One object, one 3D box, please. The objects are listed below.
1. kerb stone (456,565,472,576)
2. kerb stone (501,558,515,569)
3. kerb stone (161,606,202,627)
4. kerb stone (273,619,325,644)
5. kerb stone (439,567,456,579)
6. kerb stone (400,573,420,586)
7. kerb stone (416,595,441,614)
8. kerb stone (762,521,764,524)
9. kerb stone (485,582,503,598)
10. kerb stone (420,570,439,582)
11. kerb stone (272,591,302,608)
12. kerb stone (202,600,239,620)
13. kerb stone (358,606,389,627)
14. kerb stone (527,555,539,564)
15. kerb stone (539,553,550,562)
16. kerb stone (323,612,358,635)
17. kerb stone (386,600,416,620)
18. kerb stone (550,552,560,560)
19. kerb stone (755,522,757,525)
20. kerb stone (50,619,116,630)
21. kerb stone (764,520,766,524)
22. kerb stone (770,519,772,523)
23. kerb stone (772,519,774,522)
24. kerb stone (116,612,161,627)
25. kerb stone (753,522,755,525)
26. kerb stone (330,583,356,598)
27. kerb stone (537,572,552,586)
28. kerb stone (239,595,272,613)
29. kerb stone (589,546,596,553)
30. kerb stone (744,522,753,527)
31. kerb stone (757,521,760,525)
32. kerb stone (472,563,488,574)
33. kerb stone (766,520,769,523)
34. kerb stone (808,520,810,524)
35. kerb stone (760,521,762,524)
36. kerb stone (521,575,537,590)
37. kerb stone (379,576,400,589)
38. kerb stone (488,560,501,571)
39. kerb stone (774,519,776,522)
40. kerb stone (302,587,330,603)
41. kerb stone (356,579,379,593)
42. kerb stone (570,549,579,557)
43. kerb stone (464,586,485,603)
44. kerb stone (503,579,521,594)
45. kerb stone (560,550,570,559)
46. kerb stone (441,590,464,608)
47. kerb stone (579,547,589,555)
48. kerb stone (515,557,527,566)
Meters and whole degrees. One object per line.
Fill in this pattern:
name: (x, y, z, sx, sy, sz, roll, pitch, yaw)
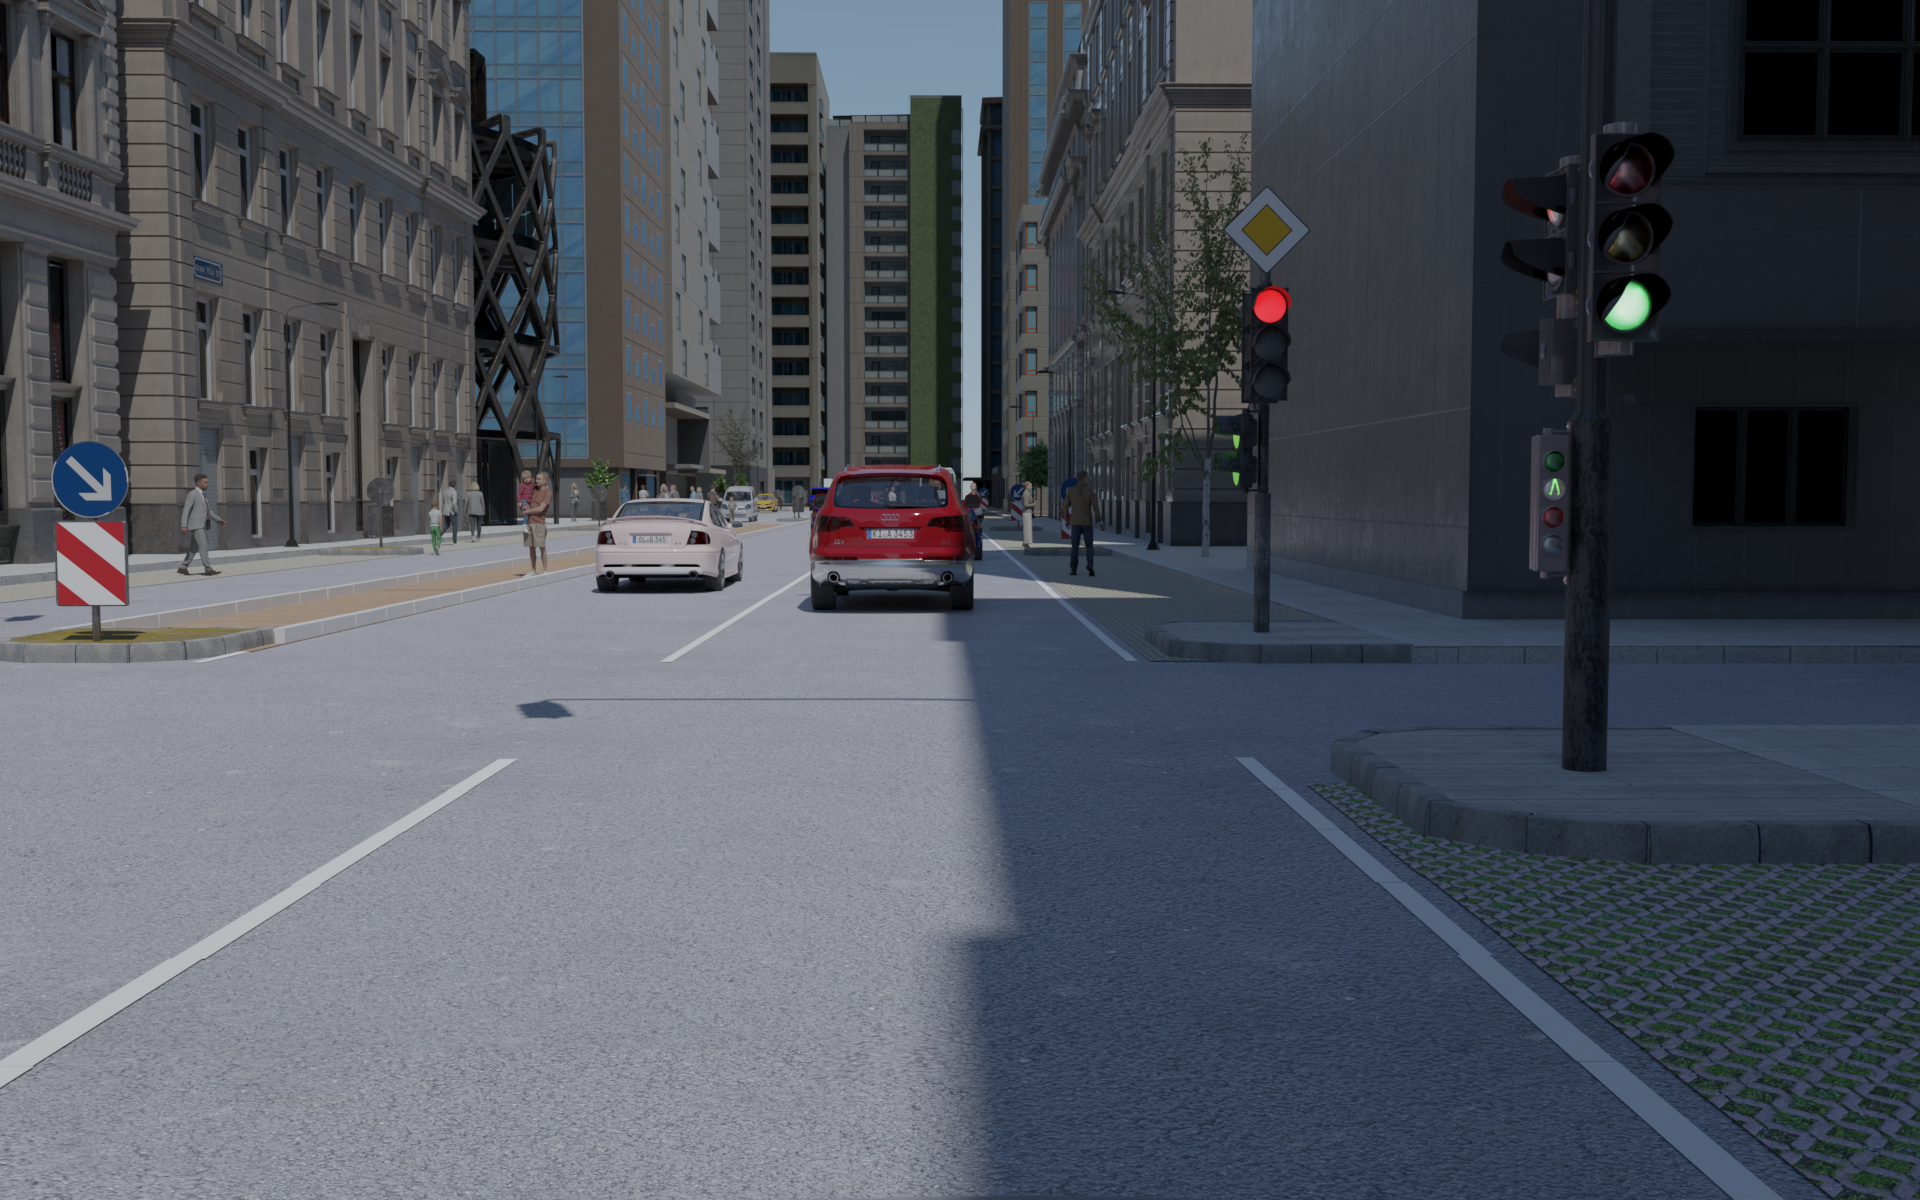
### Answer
kerb stone: (-8.775, -0.497, 30.316, 0.120, 0.150, 1.000, 0, 4, -1)
kerb stone: (-8.821, -0.685, 33.396, 0.120, 0.150, 1.000, 0, 4, -1)
kerb stone: (-8.629, 0.194, 19.030, 0.120, 0.150, 1.000, 0, 4, -1)
kerb stone: (-6.505, 0.317, 17.014, 0.120, 0.150, 1.000, 0, 4, -1)
kerb stone: (-8.762, -0.433, 29.287, 0.120, 0.150, 1.000, 0, 4, -1)
kerb stone: (-8.744, -0.302, 27.223, 0.120, 0.150, 1.000, 0, 4, -1)
kerb stone: (-6.556, 0.066, 21.110, 0.120, 0.150, 1.000, 0, 4, -1)
kerb stone: (-9.456, -3.626, 81.597, 0.120, 0.150, 1.000, 0, 4, -1)
kerb stone: (-6.599, -0.122, 24.186, 0.120, 0.150, 1.000, 0, 4, -1)
kerb stone: (-8.747, -0.370, 28.246, 0.120, 0.150, 1.000, 0, 4, -1)
kerb stone: (-8.677, 0.006, 22.109, 0.120, 0.150, 1.000, 0, 4, -1)
kerb stone: (-8.645, 0.133, 20.054, 0.120, 0.150, 1.000, 0, 4, -1)
kerb stone: (-6.533, 0.196, 19.058, 0.120, 0.150, 1.000, 0, 4, -1)
kerb stone: (-8.847, -0.800, 35.441, 0.120, 0.150, 1.000, 0, 4, -1)
kerb stone: (-8.860, -0.873, 36.463, 0.120, 0.150, 1.000, 0, 4, -1)
kerb stone: (-6.520, 0.257, 18.036, 0.120, 0.150, 1.000, 0, 4, -1)
kerb stone: (-6.544, 0.129, 20.080, 0.120, 0.150, 1.000, 0, 4, -1)
kerb stone: (-8.876, -0.934, 37.487, 0.120, 0.150, 1.000, 0, 4, -1)
kerb stone: (-9.420, -3.445, 78.520, 0.120, 0.150, 1.000, 0, 4, -1)
kerb stone: (-8.603, 0.320, 16.986, 0.120, 0.150, 1.000, 0, 4, -1)
kerb stone: (-9.472, -3.696, 82.619, 0.120, 0.150, 1.000, 0, 4, -1)
kerb stone: (-9.512, -3.883, 85.686, 0.120, 0.150, 1.000, 0, 4, -1)
kerb stone: (-9.527, -3.946, 86.717, 0.120, 0.150, 1.000, 0, 4, -1)
kerb stone: (-8.616, 0.256, 18.008, 0.120, 0.150, 1.000, 0, 4, -1)
kerb stone: (-9.404, -3.382, 77.495, 0.120, 0.150, 1.000, 0, 4, -1)
kerb stone: (-8.692, -0.113, 24.154, 0.120, 0.150, 1.000, 0, 4, -1)
kerb stone: (-6.636, -0.309, 27.262, 0.120, 0.150, 1.000, 0, 4, -1)
kerb stone: (-8.657, 0.068, 21.081, 0.120, 0.150, 1.000, 0, 4, -1)
kerb stone: (-8.932, -1.186, 41.583, 0.120, 0.150, 1.000, 0, 4, -1)
kerb stone: (-9.383, -3.320, 76.472, 0.120, 0.150, 1.000, 0, 4, -1)
kerb stone: (-9.428, -3.504, 79.549, 0.120, 0.150, 1.000, 0, 4, -1)
kerb stone: (-8.787, -0.552, 31.339, 0.120, 0.150, 1.000, 0, 4, -1)
kerb stone: (-9.477, -3.753, 83.642, 0.120, 0.150, 1.000, 0, 4, -1)
kerb stone: (-7.368, -3.695, 82.638, 0.120, 0.150, 1.000, 0, 4, -1)
kerb stone: (-9.444, -3.569, 80.575, 0.120, 0.150, 1.000, 0, 4, -1)
kerb stone: (-6.624, -0.242, 26.230, 0.120, 0.150, 1.000, 0, 4, -1)
kerb stone: (-8.730, -0.245, 26.200, 0.120, 0.150, 1.000, 0, 4, -1)
kerb stone: (-8.809, -0.620, 32.371, 0.120, 0.150, 1.000, 0, 4, -1)
kerb stone: (-9.542, -4.009, 87.746, 0.120, 0.150, 1.000, 0, 4, -1)
kerb stone: (-8.688, -0.052, 23.131, 0.120, 0.150, 1.000, 0, 4, -1)
kerb stone: (-8.705, -0.179, 25.178, 0.120, 0.150, 1.000, 0, 4, -1)
kerb stone: (-8.910, -1.060, 39.533, 0.120, 0.150, 1.000, 0, 4, -1)
kerb stone: (-6.580, -0.059, 23.157, 0.120, 0.150, 1.000, 0, 4, -1)
kerb stone: (-6.611, -0.183, 25.208, 0.120, 0.150, 1.000, 0, 4, -1)
kerb stone: (-8.885, -0.994, 38.511, 0.120, 0.150, 1.000, 0, 4, -1)
kerb stone: (-6.573, 0.004, 22.133, 0.120, 0.150, 1.000, 0, 4, -1)
kerb stone: (-8.912, -1.123, 40.561, 0.120, 0.150, 1.000, 0, 4, -1)
kerb stone: (-8.829, -0.748, 34.419, 0.120, 0.150, 1.000, 0, 4, -1)
